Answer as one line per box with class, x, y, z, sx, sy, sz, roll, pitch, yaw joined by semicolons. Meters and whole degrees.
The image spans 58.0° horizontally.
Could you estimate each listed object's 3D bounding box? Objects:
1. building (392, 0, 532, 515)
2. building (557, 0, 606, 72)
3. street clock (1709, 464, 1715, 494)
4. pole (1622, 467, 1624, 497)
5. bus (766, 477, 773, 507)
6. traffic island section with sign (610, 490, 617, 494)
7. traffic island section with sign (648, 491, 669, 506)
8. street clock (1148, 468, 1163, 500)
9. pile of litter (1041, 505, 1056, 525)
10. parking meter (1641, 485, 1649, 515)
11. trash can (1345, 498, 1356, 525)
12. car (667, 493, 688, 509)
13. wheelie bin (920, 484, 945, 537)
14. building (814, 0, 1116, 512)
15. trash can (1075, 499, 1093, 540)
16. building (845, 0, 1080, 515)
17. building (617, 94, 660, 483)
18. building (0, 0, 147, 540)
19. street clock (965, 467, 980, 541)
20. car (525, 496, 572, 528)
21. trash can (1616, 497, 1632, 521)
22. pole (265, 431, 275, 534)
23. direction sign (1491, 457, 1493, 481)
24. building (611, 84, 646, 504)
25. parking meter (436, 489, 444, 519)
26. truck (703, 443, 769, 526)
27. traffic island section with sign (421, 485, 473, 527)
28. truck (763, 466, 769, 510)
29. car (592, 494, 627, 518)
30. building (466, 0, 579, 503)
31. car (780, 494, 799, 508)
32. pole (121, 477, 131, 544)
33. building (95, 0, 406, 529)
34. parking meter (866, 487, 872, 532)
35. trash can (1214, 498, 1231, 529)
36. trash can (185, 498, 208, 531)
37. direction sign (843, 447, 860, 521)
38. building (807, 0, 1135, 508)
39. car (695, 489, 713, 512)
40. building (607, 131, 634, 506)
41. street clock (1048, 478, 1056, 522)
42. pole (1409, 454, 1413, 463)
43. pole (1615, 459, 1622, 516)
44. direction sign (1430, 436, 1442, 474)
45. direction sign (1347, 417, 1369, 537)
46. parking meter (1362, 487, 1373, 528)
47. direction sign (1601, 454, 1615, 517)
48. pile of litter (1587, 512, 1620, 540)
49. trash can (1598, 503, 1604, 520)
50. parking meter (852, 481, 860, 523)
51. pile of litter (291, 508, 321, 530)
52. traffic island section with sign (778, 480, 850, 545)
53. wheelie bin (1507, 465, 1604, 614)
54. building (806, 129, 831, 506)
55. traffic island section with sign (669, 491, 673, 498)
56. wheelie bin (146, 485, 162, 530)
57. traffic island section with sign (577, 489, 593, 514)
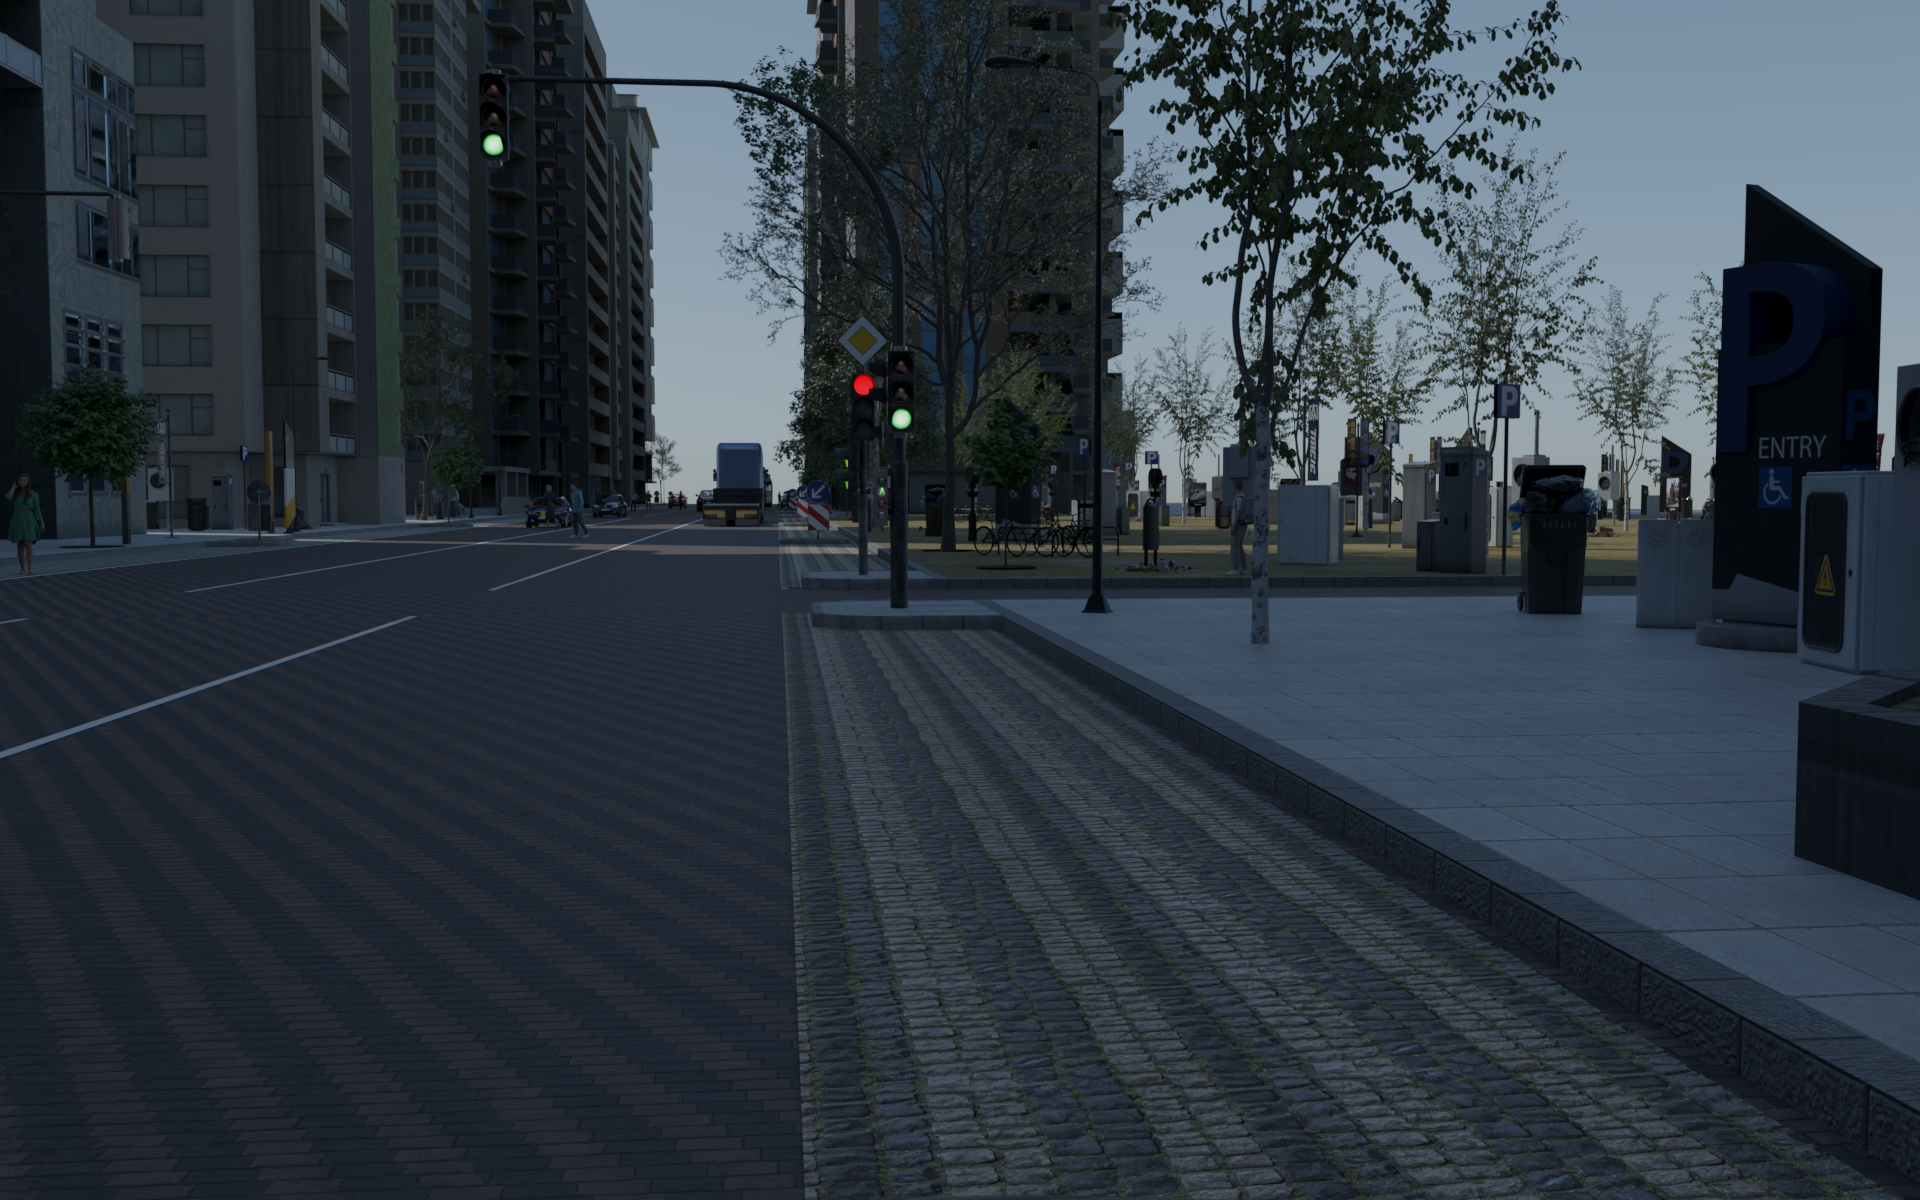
building;-44.790;-25.579;110.096;32.217;40.220;23.993;0;4;-6
building;-44.734;-32.941;162.284;21.300;48.544;21.600;0;4;-6
street clock;16.941;-2.079;38.569;0.471;2.002;0.358;1;4;13
pole;40.579;-6.869;106.154;0.158;3.312;0.155;0;3;0
bus;-22.254;-12.104;192.761;2.948;3.499;13.247;0;4;-7
traffic island section with sign;-30.420;-8.779;152.168;1.989;1.847;2.006;0;4;-6
traffic island section with sign;-36.206;-12.139;207.097;1.989;1.847;2.006;0;4;-6
street clock;5.428;-2.666;48.163;0.358;2.002;0.471;-1;4;-20
pile of litter;3.360;-3.538;71.817;1.176;0.858;1.719;-1;4;-9
parking meter;42.287;-6.192;106.954;0.399;1.863;0.255;0;4;-5
trash can;16.152;-3.663;71.539;0.748;1.137;0.748;0;3;0
car;-28.185;-10.027;172.989;2.155;1.783;4.494;0;4;-7
wheelie bin;-0.711;-2.724;52.439;0.980;1.594;0.693;0;3;0
building;-0.154;-29.434;135.871;22.147;44.769;28.867;0;4;-6
trash can;3.610;-2.270;48.770;0.748;1.137;0.748;0;3;0
building;-0.334;-28.386;114.223;14.600;45.320;14.200;0;4;-6
building;-55.190;-39.274;231.363;28.713;52.752;27.495;0;4;-6
building;-33.631;-44.284;36.720;22.319;86.520;31.000;0;4;-6
street clock;0.341;-2.597;47.038;0.358;2.002;0.471;-2;4;-25
car;-17.851;-3.834;75.264;1.945;1.354;3.894;0;4;-7
trash can;31.554;-4.324;82.355;0.748;1.137;0.748;0;3;0
pole;-22.369;-3.810;56.142;0.158;3.312;0.155;0;3;0
direction sign;31.701;-6.883;104.529;0.876;3.537;0.379;0;4;8
building;-49.353;-35.670;206.899;21.300;48.544;21.600;0;4;-6
parking meter;-26.361;-4.857;87.822;0.372;1.533;0.369;0;3;0
truck;-10.942;-5.811;84.775;2.967;4.110;18.799;0;4;-6
traffic island section with sign;-22.303;-4.086;75.439;1.989;1.847;2.006;0;4;-6
truck;-19.331;-10.501;161.446;2.967;4.110;18.799;0;4;-6
car;-21.584;-5.927;106.689;2.009;1.686;4.222;0;4;-4
building;-42.539;-29.522;137.304;22.147;44.769;28.867;0;4;-6
car;-16.375;-9.653;166.621;1.959;1.807;4.718;0;4;-7
pole;-21.285;-3.077;44.150;0.158;3.312;0.155;0;3;0
building;-31.154;-23.573;69.017;14.154;41.232;14.086;0;4;-6
parking meter;-3.194;-3.087;58.889;0.372;1.533;0.369;0;3;0
trash can;9.731;-3.201;63.991;0.748;1.137;0.748;0;3;0
trash can;-26.407;-2.953;59.930;0.748;1.137;0.748;0;3;0
direction sign;-5.203;-5.599;83.537;0.876;3.537;0.379;-1;4;-12
building;0.215;-35.168;164.230;28.713;52.752;27.495;0;4;-6
car;-20.700;-8.237;143.342;2.281;1.827;5.304;0;4;-5
building;-43.627;-30.962;189.817;14.154;41.232;14.086;0;4;-6
street clock;4.197;-4.566;79.216;0.358;2.002;0.471;2;4;27
pole;22.740;-5.724;87.437;0.158;3.312;0.155;0;3;0
pole;38.355;-6.560;101.094;0.158;3.312;0.155;0;3;0
direction sign;18.725;-4.662;68.228;0.379;3.537;0.876;-1;4;-14
direction sign;11.848;-3.646;51.614;0.379;3.537;0.876;-2;4;-32
parking meter;15.223;-3.440;64.652;0.372;1.533;0.369;0;3;0
direction sign;36.662;-6.489;98.086;0.876;3.537;0.379;-1;4;-18
pile of litter;19.146;-2.330;52.053;1.719;0.858;1.176;-1;4;-18
trash can;31.964;-4.602;86.891;0.748;1.137;0.748;0;3;0
parking meter;-4.631;-4.373;77.204;0.255;1.863;0.399;1;4;19
pile of litter;-23.814;-2.994;62.910;1.176;0.858;1.719;-1;4;-17
traffic island section with sign;-4.200;-2.520;49.824;1.989;1.847;2.006;0;4;-6
wheelie bin;6.415;-0.656;18.638;0.980;1.594;0.693;1;4;9
building;-10.380;-31.421;197.333;14.154;41.232;14.086;0;4;-6
traffic island section with sign;-39.073;-13.800;234.261;1.989;1.847;2.006;0;4;-6
wheelie bin;-29.456;-3.357;62.793;0.980;1.594;0.693;-2;4;-30
traffic island section with sign;-27.587;-7.140;125.362;1.989;1.847;2.006;0;4;-6
